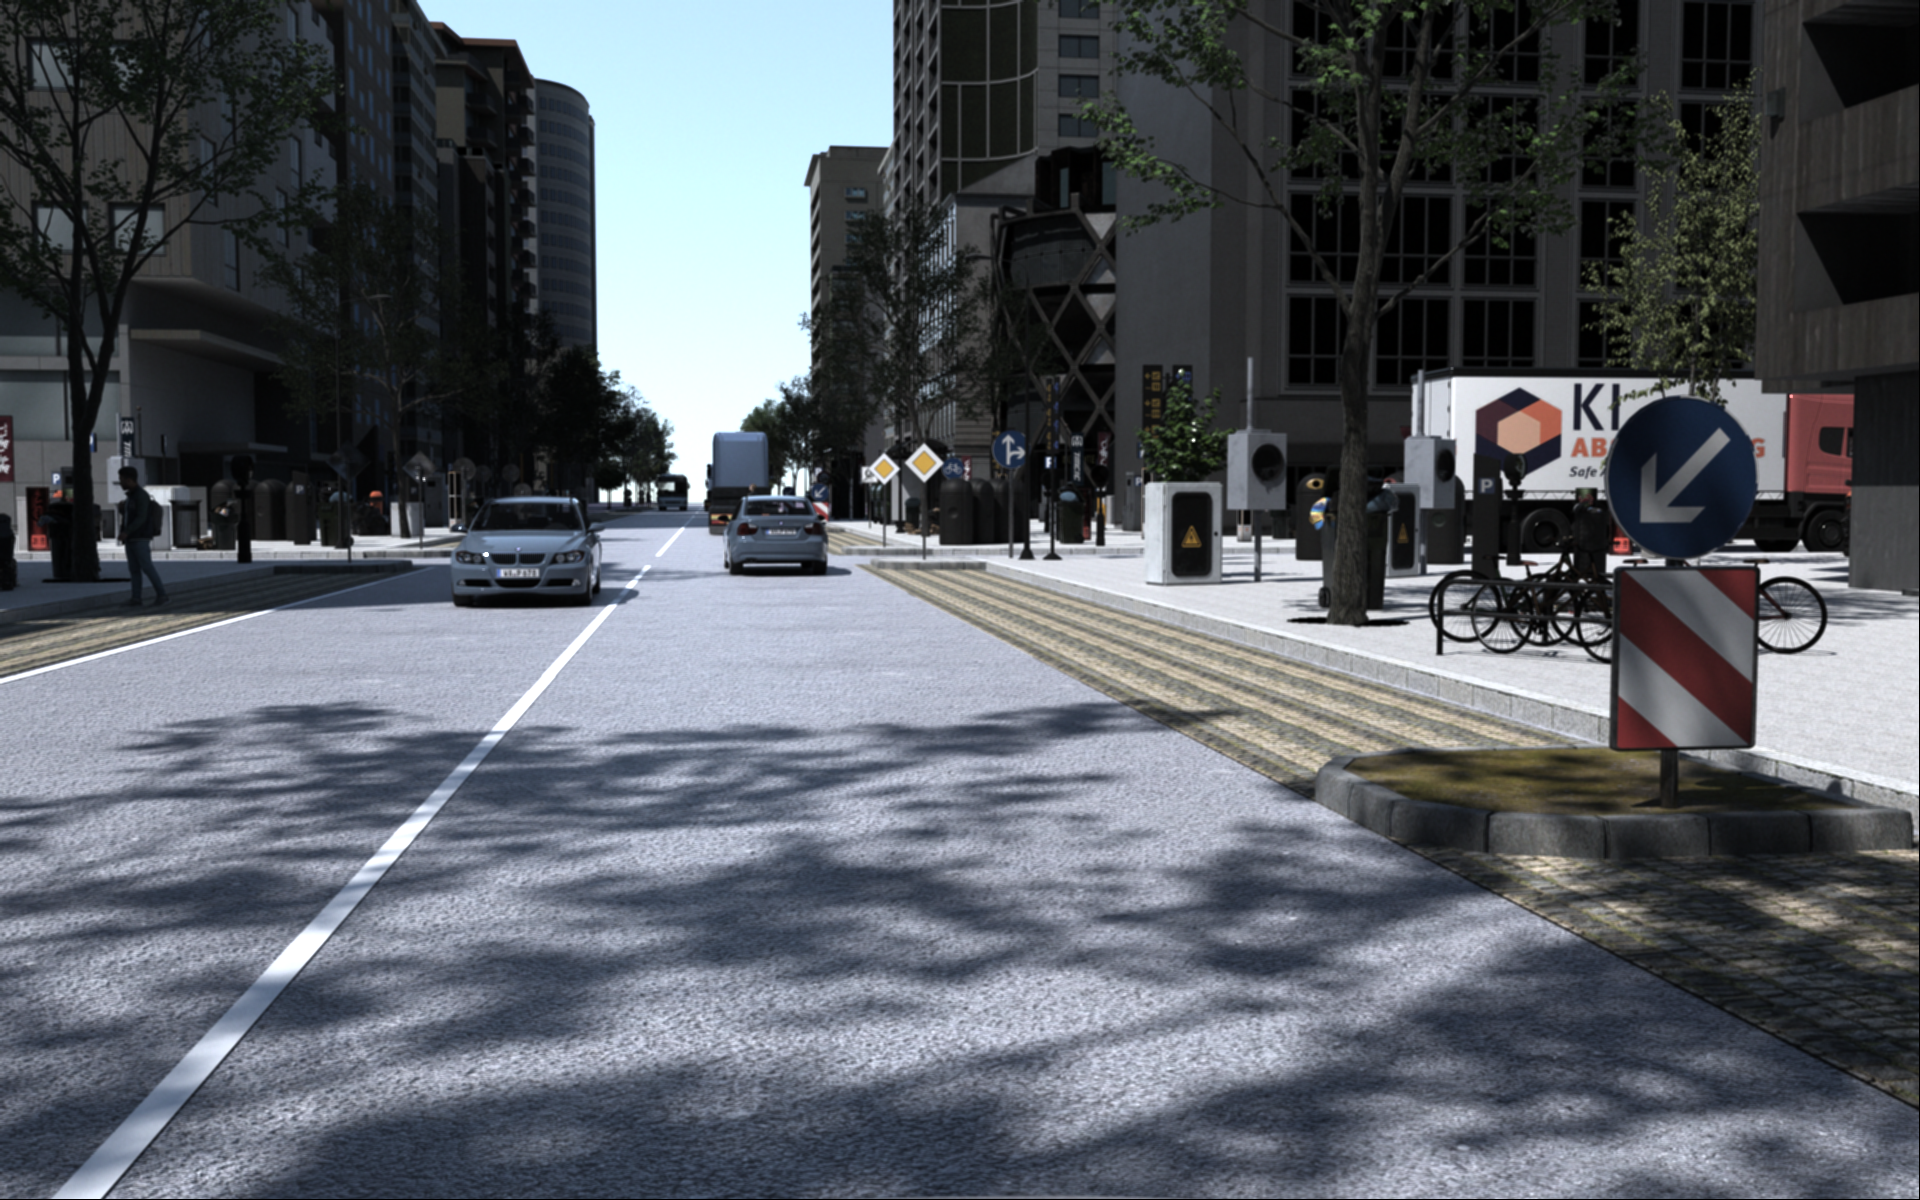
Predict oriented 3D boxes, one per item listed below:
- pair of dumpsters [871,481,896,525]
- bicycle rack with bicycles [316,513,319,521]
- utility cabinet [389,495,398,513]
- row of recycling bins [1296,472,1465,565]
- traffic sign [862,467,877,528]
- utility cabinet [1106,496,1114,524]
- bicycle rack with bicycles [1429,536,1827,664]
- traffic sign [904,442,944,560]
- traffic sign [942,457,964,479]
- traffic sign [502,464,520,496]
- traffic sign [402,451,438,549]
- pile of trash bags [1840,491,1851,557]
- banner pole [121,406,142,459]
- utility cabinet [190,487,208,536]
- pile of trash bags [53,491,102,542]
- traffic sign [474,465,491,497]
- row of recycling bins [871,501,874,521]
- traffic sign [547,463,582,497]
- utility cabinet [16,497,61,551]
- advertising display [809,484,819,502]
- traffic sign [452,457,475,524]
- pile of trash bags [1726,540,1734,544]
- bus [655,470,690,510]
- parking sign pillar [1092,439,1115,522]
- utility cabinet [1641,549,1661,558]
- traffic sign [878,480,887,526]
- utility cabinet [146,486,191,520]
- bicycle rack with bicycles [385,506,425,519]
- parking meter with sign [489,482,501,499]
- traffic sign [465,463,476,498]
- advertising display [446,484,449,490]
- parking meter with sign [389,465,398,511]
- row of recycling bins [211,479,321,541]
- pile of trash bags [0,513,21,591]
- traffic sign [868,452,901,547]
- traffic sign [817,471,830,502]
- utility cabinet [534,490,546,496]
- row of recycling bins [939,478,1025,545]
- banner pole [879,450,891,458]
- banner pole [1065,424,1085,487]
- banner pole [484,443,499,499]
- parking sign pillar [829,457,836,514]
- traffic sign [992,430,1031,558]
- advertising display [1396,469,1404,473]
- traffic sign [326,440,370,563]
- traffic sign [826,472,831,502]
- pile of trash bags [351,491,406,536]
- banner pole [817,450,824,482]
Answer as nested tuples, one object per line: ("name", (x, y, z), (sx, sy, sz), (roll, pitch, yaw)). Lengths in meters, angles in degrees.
("pair of dumpsters", (-2.847, -4.326, 73.226), (1.574, 2.255, 4.437), (-1, 4, -8))
("bicycle rack with bicycles", (-24.001, -2.934, 61.358), (2.852, 0.926, 2.925), (0, 4, 8))
("utility cabinet", (-27.289, -4.453, 83.961), (0.306, 1.237, 1.020), (1, 4, 10))
("row of recycling bins", (7.916, -1.569, 32.769), (1.069, 1.692, 3.534), (-3, 5, -45))
("traffic sign", (-3.370, -3.831, 64.772), (0.606, 2.300, 0.079), (0, 4, -1))
("utility cabinet", (6.632, -3.809, 73.444), (0.306, 1.237, 1.020), (3, 5, 44))
("bicycle rack with bicycles", (5.050, -0.036, 13.972), (2.852, 0.926, 2.925), (-3, 5, -43))
("traffic sign", (-0.700, -1.842, 33.763), (0.795, 2.450, 0.064), (0, 4, -8))
("traffic sign", (-0.240, -3.668, 60.078), (0.768, 2.556, 0.104), (0, 4, 1))
("traffic sign", (-19.016, -4.480, 73.353), (0.768, 2.556, 0.104), (0, 4, -4))
("traffic sign", (-12.514, -2.234, 40.175), (0.795, 2.450, 0.064), (0, 4, -8))
("pile of trash bags", (18.979, -1.570, 35.417), (1.912, 1.369, 3.447), (0, 4, 3))
("banner pole", (-23.672, -3.644, 49.598), (0.863, 3.779, 0.401), (1, 4, 9))
("utility cabinet", (-23.462, -2.677, 52.450), (1.173, 1.500, 0.318), (-3, 5, -40))
("pile of trash bags", (-23.855, -2.218, 46.017), (1.912, 1.369, 3.447), (-2, 4, -28))
("traffic sign", (-20.895, -4.630, 75.802), (0.768, 2.556, 0.104), (0, 4, -6))
("row of recycling bins", (-2.714, -4.732, 84.475), (3.534, 1.692, 1.069), (-1, 4, -20))
("traffic sign", (-25.891, -7.305, 113.316), (2.265, 3.308, 0.079), (0, 4, -3))
("utility cabinet", (-20.849, -1.716, 39.226), (1.020, 1.237, 0.306), (1, 4, 20))
("advertising display", (-9.232, -6.520, 111.818), (0.974, 1.923, 0.123), (-1, 4, -13))
("traffic sign", (-17.281, -3.681, 60.298), (0.768, 2.556, 0.104), (0, 4, -3))
("pile of trash bags", (18.524, -2.198, 45.697), (3.447, 1.369, 1.912), (1, 4, 20))
("bus", (-25.669, -9.781, 154.779), (2.948, 3.499, 13.247), (-1, 4, -9))
("parking sign pillar", (6.870, -5.648, 80.812), (1.447, 3.967, 1.447), (3, 5, 43))
("utility cabinet", (14.051, -1.592, 34.705), (1.173, 1.500, 0.318), (-3, 5, -44))
("traffic sign", (-2.964, -4.226, 69.093), (0.884, 2.594, 0.081), (0, 4, -1))
("utility cabinet", (-20.832, -2.238, 45.265), (1.173, 1.500, 0.318), (1, 4, 9))
("bicycle rack with bicycles", (-27.923, -4.538, 87.584), (2.925, 0.926, 2.852), (-1, 4, -12))
("parking meter with sign", (-30.299, -7.134, 112.901), (0.543, 3.016, 1.738), (2, 4, 27))
("traffic sign", (-18.111, -3.872, 63.421), (0.768, 2.556, 0.104), (0, 4, 2))
("advertising display", (-32.891, -6.503, 111.532), (0.123, 1.923, 0.974), (2, 4, 24))
("parking meter with sign", (-30.914, -6.023, 94.729), (0.543, 3.016, 1.738), (-2, 4, -28))
("row of recycling bins", (-19.299, -2.497, 47.940), (3.534, 1.692, 1.069), (2, 4, 24))
("pile of trash bags", (-13.384, -0.780, 22.508), (1.912, 1.369, 3.447), (-1, 4, -22))
("traffic sign", (-1.824, -2.326, 41.669), (0.795, 2.450, 0.064), (0, 4, -8))
("traffic sign", (-7.507, -5.845, 95.669), (0.768, 2.556, 0.104), (0, 4, 0))
("utility cabinet", (-25.001, -5.759, 102.838), (0.318, 1.500, 1.173), (-3, 5, -44))
("row of recycling bins", (0.662, -2.305, 44.795), (1.069, 1.692, 3.534), (2, 4, 32))
("banner pole", (-4.329, -6.637, 98.529), (0.863, 3.779, 0.401), (-1, 4, -16))
("banner pole", (4.023, -4.393, 61.845), (0.863, 3.779, 0.401), (0, 4, 4))
("banner pole", (-23.832, -5.993, 88.001), (0.863, 3.779, 0.401), (-1, 4, -9))
("parking sign pillar", (-7.866, -7.485, 110.845), (1.447, 3.967, 1.447), (0, 4, -5))
("traffic sign", (1.025, -2.112, 34.644), (0.768, 2.556, 0.104), (0, 4, -3))
("advertising display", (11.717, -2.483, 45.810), (0.123, 1.923, 0.974), (2, 4, 31))
("traffic sign", (-11.390, -1.751, 32.270), (0.795, 2.450, 0.064), (0, 4, -8))
("traffic sign", (-7.748, -6.149, 100.634), (0.768, 2.556, 0.104), (0, 4, -6))
("pile of trash bags", (-18.229, -2.739, 54.538), (1.912, 1.369, 3.447), (-2, 4, -25))
("banner pole", (-7.704, -6.579, 97.585), (0.401, 3.779, 0.863), (0, 4, -2))
